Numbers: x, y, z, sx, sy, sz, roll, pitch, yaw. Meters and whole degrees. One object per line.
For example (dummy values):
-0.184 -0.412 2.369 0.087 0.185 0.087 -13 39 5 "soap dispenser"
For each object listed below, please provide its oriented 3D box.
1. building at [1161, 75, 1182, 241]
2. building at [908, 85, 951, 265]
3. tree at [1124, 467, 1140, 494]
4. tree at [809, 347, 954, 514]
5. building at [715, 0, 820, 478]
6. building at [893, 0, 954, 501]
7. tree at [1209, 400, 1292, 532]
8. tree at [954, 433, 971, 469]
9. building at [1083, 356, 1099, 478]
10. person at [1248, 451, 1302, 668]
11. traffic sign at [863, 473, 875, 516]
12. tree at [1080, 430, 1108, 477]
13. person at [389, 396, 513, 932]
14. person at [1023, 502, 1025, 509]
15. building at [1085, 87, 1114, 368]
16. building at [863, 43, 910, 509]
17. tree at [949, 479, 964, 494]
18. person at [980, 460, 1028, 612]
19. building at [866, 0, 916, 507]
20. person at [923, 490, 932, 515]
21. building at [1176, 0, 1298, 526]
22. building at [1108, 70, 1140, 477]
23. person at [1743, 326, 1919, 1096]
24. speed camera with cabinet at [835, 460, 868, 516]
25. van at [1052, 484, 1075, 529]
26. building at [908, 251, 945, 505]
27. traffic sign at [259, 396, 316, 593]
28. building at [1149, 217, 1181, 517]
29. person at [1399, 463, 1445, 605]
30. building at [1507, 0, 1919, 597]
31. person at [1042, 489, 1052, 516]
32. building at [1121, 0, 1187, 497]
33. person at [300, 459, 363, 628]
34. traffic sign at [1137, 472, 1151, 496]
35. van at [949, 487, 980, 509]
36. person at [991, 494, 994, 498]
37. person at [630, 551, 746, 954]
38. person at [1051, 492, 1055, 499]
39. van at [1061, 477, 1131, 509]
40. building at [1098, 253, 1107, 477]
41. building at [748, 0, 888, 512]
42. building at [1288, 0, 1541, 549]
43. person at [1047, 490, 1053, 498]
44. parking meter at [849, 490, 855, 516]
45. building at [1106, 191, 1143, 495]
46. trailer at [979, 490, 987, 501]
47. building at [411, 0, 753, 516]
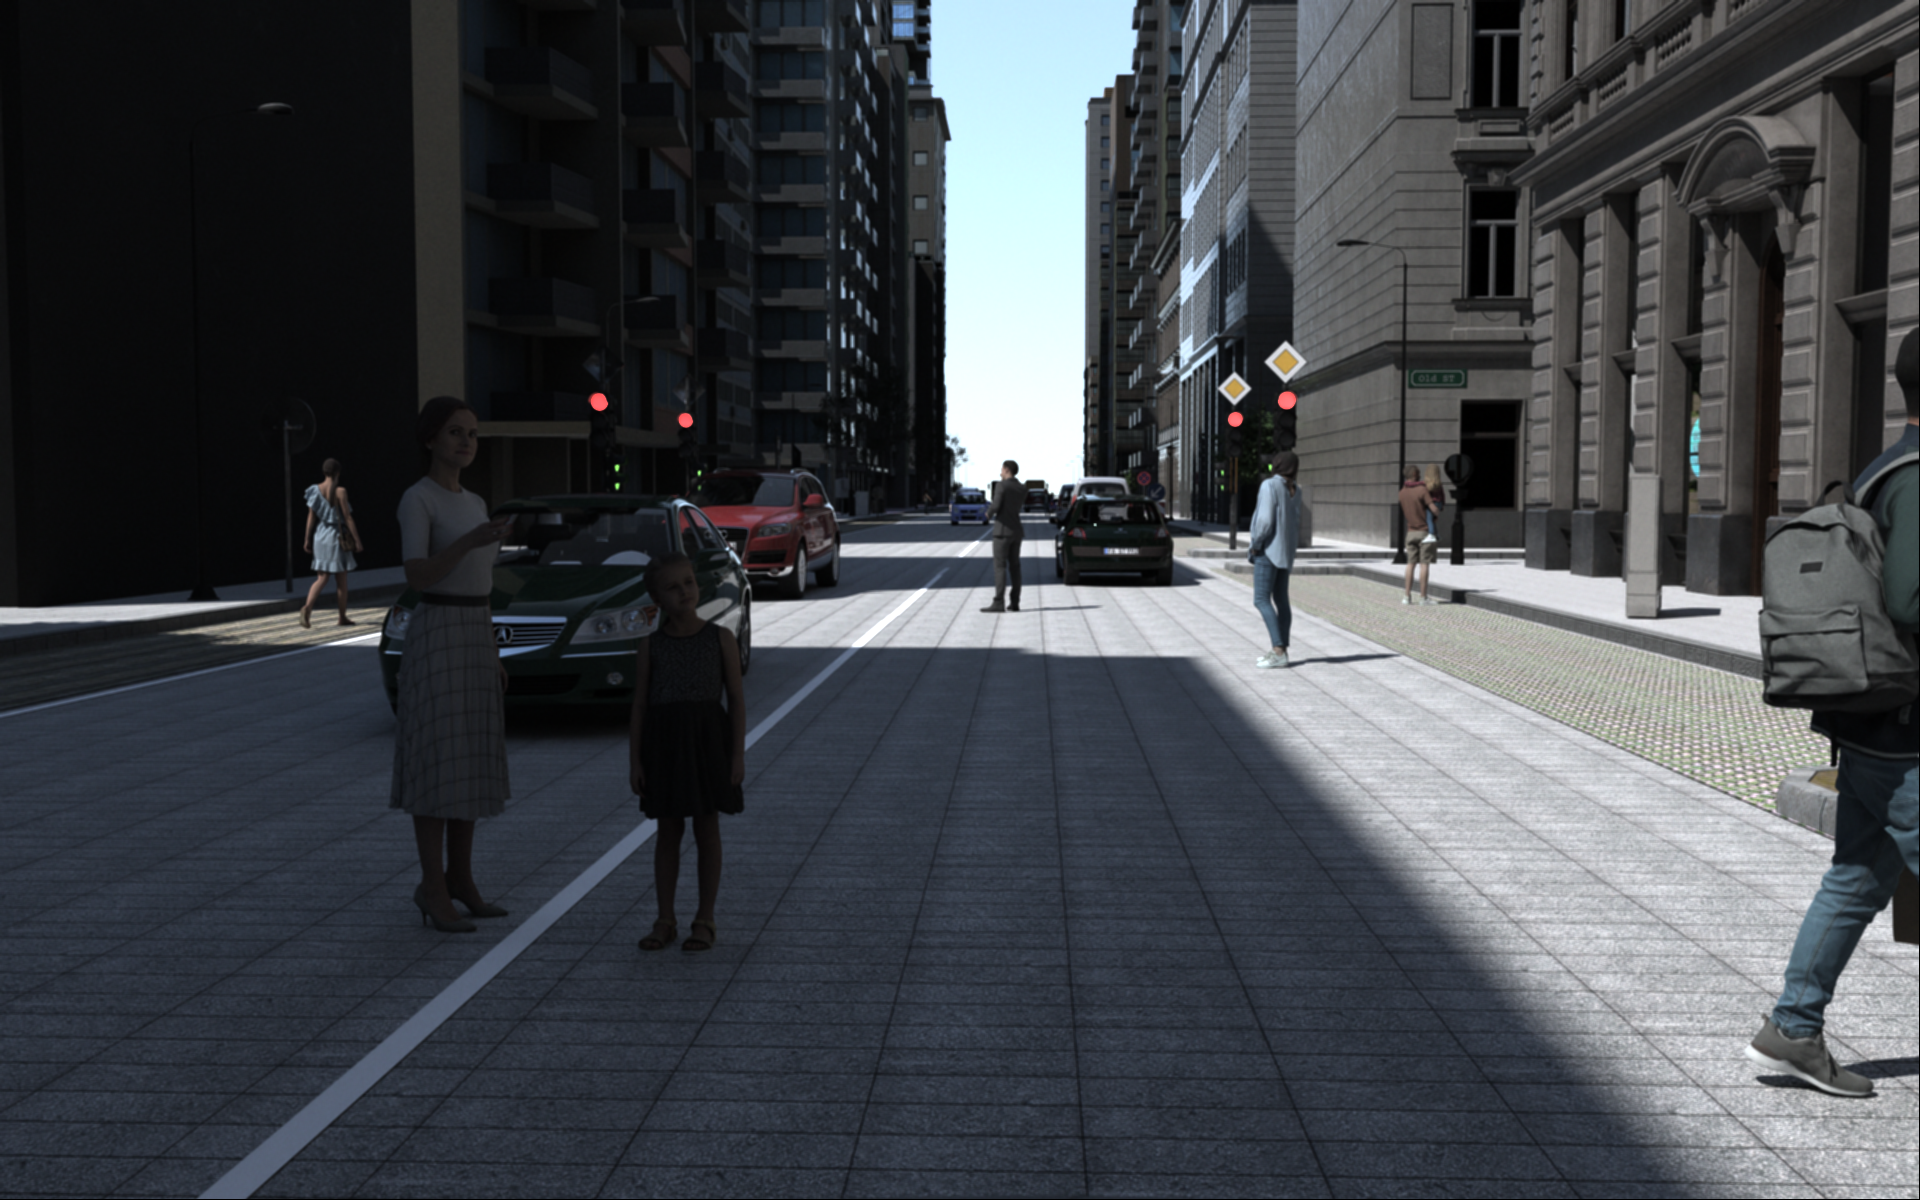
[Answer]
21.137 -21.469 122.720 14.160 30.474 14.107 0 4 2 "building"
-15.997 -39.080 228.202 28.713 52.752 27.495 0 4 2 "building"
12.075 -7.782 121.832 1.663 3.219 1.824 0 3 0 "tree"
-5.990 -10.774 110.566 8.767 10.594 7.601 1 4 21 "tree"
-24.030 -24.313 89.406 32.217 40.220 23.993 0 4 2 "building"
-11.784 -57.709 256.215 22.319 86.520 31.000 0 4 2 "building"
10.293 -4.611 59.097 4.285 4.588 4.351 0 3 0 "tree"
-3.028 -15.605 189.559 8.767 10.594 7.601 -1 4 -9 "tree"
30.660 -23.547 230.030 27.650 21.520 28.899 0 4 2 "building"
2.655 -0.351 14.497 0.793 1.790 0.793 1 4 9 "person"
-5.404 -6.290 102.946 0.768 2.556 0.104 1 4 10 "traffic sign"
15.890 -15.231 199.385 4.360 8.622 3.978 0 3 0 "tree"
-1.614 0.205 5.725 0.524 1.755 0.480 1 4 16 "person"
6.302 -9.639 166.227 1.348 1.807 0.705 -1 4 -11 "person"
29.082 -43.761 257.493 21.231 58.520 28.212 0 4 2 "building"
-11.998 -28.726 153.261 14.154 41.232 14.086 0 4 2 "building"
-0.494 -14.121 225.480 1.663 3.219 1.824 0 3 0 "tree"
0.513 -0.787 21.172 0.447 1.846 0.655 3 5 42 "person"
-14.874 -44.743 169.796 20.563 71.187 20.611 0 4 2 "building"
-2.277 -6.825 120.808 0.721 1.735 1.217 -2 4 -27 "person"
16.709 -18.422 78.700 11.434 29.767 29.804 0 4 2 "building"
22.882 -32.522 181.843 14.600 45.320 14.200 0 4 2 "building"
2.208 0.276 3.975 0.713 1.824 0.794 2 4 34 "person"
-6.365 -6.573 101.811 2.038 3.252 0.660 -3 5 -41 "speed camera with cabinet"
4.885 -4.020 72.743 2.013 2.044 4.112 0 4 3 "van"
-9.185 -26.634 207.159 14.160 30.474 14.107 0 4 2 "building"
-8.743 -1.370 22.507 0.768 2.556 0.104 0 4 6 "traffic sign"
17.271 -14.653 104.208 10.561 19.102 19.286 0 4 2 "building"
5.967 -0.848 22.340 0.580 1.828 0.573 0 4 6 "person"
14.274 -11.699 20.159 11.050 23.489 19.941 0 4 2 "building"
5.657 -6.381 113.175 0.623 1.781 0.721 0 4 -5 "person"
25.784 -32.086 144.219 23.786 49.044 30.456 0 4 2 "building"
-6.737 -0.611 18.586 0.616 1.811 0.778 1 4 18 "person"
10.388 -5.976 97.808 0.768 2.556 0.104 0 4 7 "traffic sign"
0.405 -5.839 102.473 2.013 2.044 4.112 0 4 4 "van"
4.633 -13.497 229.892 1.217 1.735 0.721 3 5 41 "person"
-0.857 0.472 5.454 0.362 1.253 0.373 0 4 4 "person"
13.941 -15.518 262.245 1.348 1.821 0.705 -1 4 -15 "person"
3.560 -2.245 43.716 2.013 2.044 4.112 0 4 4 "van"
23.604 -26.676 207.849 14.160 30.474 14.107 0 4 2 "building"
-18.061 -31.258 130.670 23.786 49.044 30.456 0 4 2 "building"
31.901 -16.547 46.962 44.131 29.872 17.030 0 4 2 "building"
7.967 -9.238 159.177 1.348 1.869 0.705 1 4 11 "person"
-6.213 -5.576 99.579 0.372 1.533 0.369 0 3 0 "parking meter"
21.791 -24.190 167.211 14.160 30.474 14.107 0 4 2 "building"
3.333 -15.847 266.148 1.471 1.999 3.904 0 4 3 "trailer"
-18.838 -24.467 54.656 22.147 44.769 28.867 0 4 2 "building"
